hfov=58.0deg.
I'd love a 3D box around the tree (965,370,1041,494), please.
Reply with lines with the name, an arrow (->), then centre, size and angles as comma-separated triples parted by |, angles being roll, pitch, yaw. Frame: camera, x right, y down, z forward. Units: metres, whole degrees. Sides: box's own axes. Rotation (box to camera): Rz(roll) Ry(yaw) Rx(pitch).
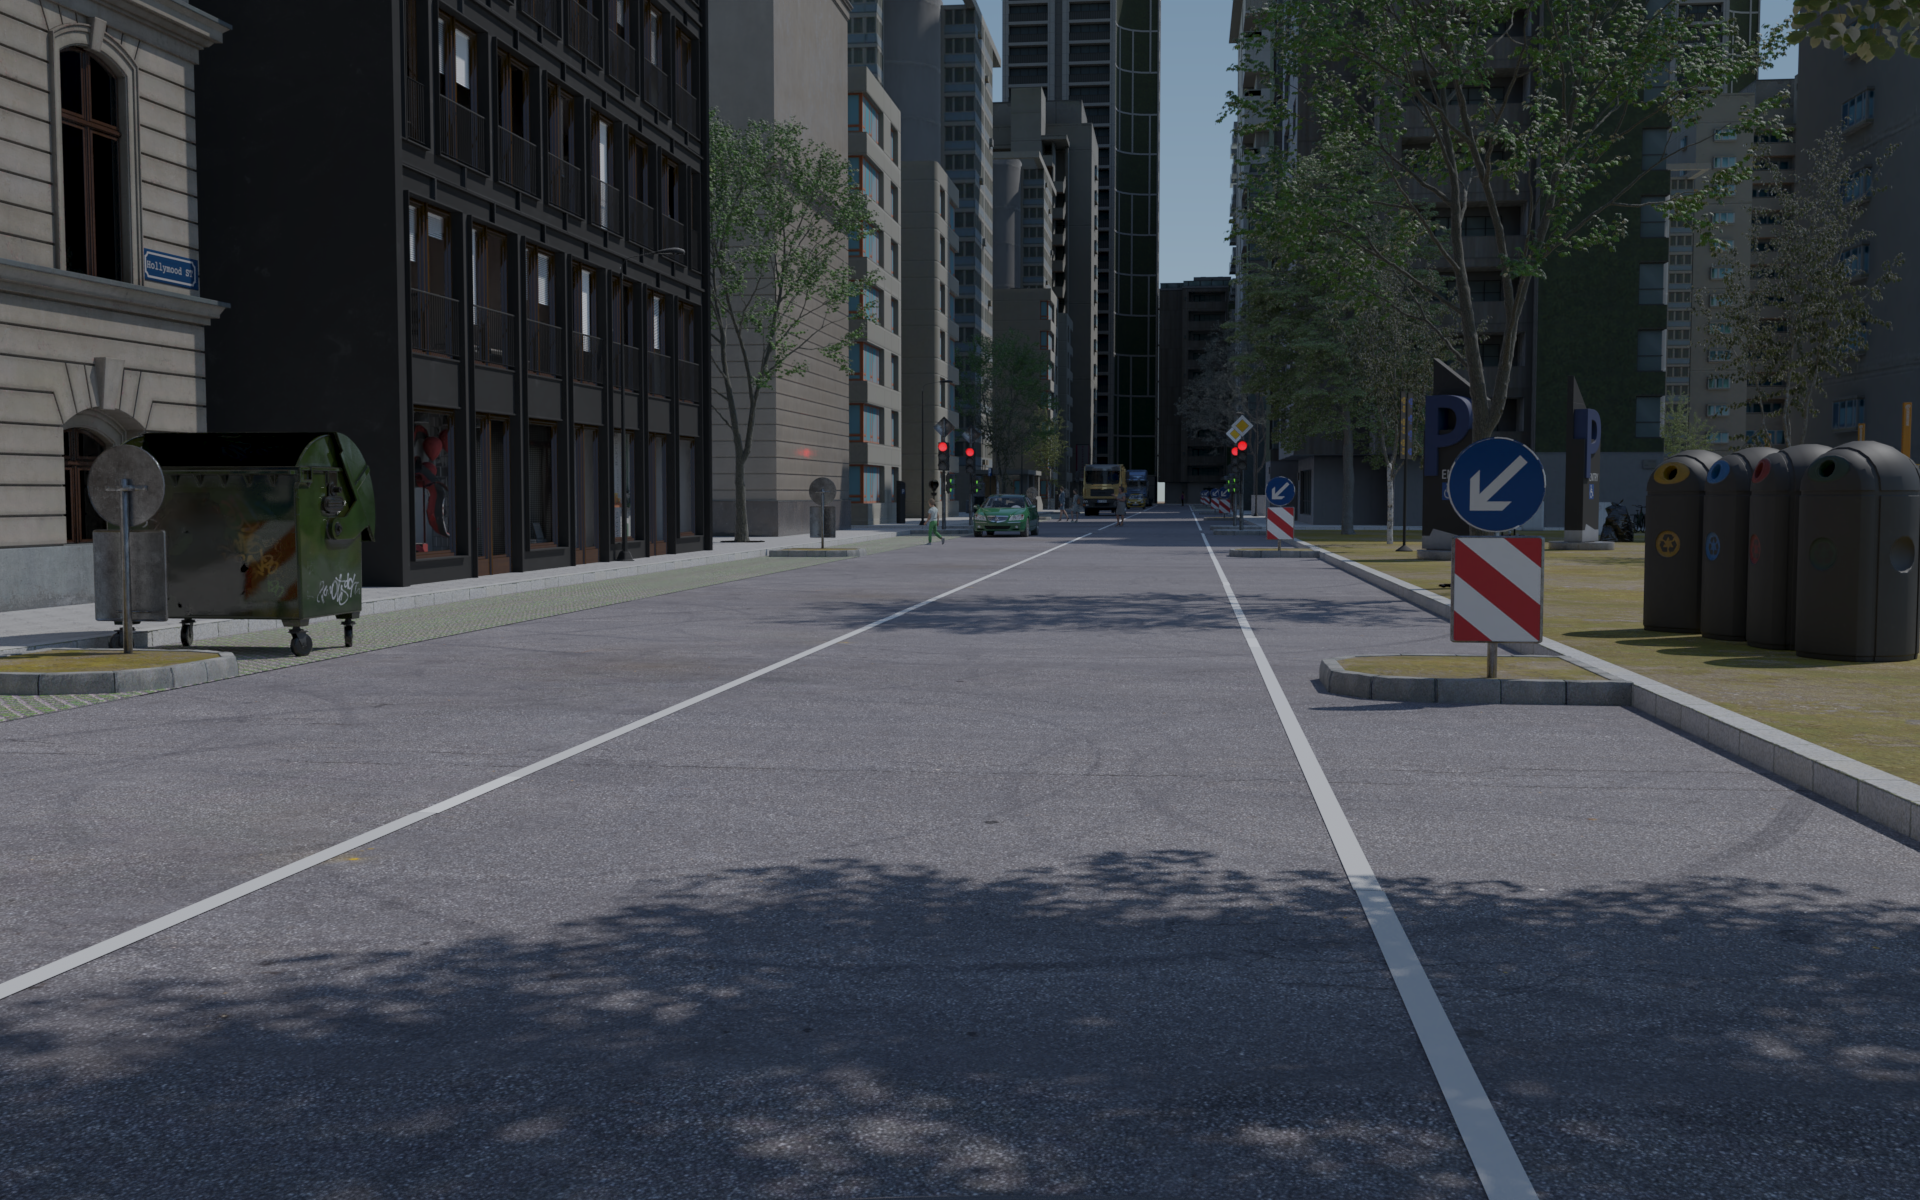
tree -> 2.466, -9.289, 102.236 | 4.360, 8.622, 3.978 | 0, 3, 0

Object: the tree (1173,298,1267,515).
tree -> 18.057, -11.910, 105.091 | 12.009, 13.543, 11.850 | 0, 3, 0

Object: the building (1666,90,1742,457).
building -> 92.493, -35.237, 199.825 | 21.600, 48.544, 21.300 | 0, 4, 7

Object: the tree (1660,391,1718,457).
tree -> 51.129, -10.544, 122.757 | 4.737, 8.622, 4.395 | 0, 3, 0

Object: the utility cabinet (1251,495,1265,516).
utility cabinet -> 17.518, -5.512, 101.279 | 0.306, 1.237, 1.020 | -3, 5, -40

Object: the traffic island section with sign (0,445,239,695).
traffic island section with sign -> -6.704, -0.281, 13.215 | 1.989, 1.847, 2.006 | 0, 4, 7

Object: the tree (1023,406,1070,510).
tree -> 7.177, -11.739, 142.287 | 4.737, 8.622, 4.395 | 0, 3, 0

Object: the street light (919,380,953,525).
street light -> -0.989, -6.001, 70.658 | 1.470, 5.913, 1.316 | 0, 4, 7

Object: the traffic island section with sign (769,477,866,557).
traffic island section with sign -> -3.224, -1.919, 40.002 | 1.989, 1.847, 2.006 | 0, 4, 7

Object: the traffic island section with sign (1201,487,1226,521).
traffic island section with sign -> 14.268, -5.237, 94.247 | 1.989, 1.847, 2.006 | 0, 4, 7

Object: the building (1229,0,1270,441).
building -> 41.387, -35.662, 172.314 | 28.713, 52.752, 27.495 | 0, 4, 7

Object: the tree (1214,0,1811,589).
tree -> 7.246, -5.976, 23.462 | 9.928, 11.665, 9.643 | 0, 3, 0

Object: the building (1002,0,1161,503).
building -> 16.808, -48.839, 236.765 | 20.611, 71.187, 20.563 | 0, 4, 7

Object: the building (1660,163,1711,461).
building -> 68.558, -30.954, 197.980 | 23.993, 40.220, 32.217 | 0, 4, 7

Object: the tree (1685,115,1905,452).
tree -> 16.696, -5.156, 34.671 | 4.360, 8.622, 3.978 | 0, 3, 0

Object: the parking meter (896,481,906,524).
parking meter -> -2.565, -4.257, 75.319 | 0.255, 1.863, 0.399 | 2, 4, 35

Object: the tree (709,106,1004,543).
tree -> -5.740, -7.340, 45.762 | 9.928, 11.665, 9.643 | 0, 3, 0

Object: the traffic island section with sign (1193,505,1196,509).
traffic island section with sign -> 24.096, -9.886, 170.262 | 1.989, 1.847, 2.006 | 0, 4, 7

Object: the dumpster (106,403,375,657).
dumpster -> -6.528, -0.656, 15.672 | 1.985, 2.255, 1.502 | 0, 4, 8

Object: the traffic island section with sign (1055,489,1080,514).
traffic island section with sign -> 7.494, -6.981, 122.767 | 1.989, 1.847, 2.006 | 0, 4, 7

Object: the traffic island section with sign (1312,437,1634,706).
traffic island section with sign -> 3.707, -0.254, 12.777 | 1.989, 1.847, 2.006 | 0, 4, 7

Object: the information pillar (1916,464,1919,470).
information pillar -> 23.393, -2.330, 42.585 | 0.304, 2.012, 0.304 | 3, 4, 36

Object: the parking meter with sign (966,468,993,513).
parking meter with sign -> 1.253, -7.267, 115.083 | 1.738, 3.016, 0.543 | -1, 4, -21

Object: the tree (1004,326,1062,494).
tree -> 2.634, -11.187, 108.664 | 9.928, 11.665, 9.643 | 0, 3, 0

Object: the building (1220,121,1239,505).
building -> 42.710, -35.603, 201.716 | 23.786, 49.044, 30.456 | 0, 4, 7

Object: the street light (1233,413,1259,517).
street light -> 16.349, -7.717, 98.710 | 1.470, 5.913, 1.316 | 0, 4, 7

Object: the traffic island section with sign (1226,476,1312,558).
traffic island section with sign -> 7.215, -1.910, 39.860 | 1.989, 1.847, 2.006 | 0, 4, 7

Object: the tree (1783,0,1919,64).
tree -> 5.123, -5.310, 4.950 | 7.486, 12.596, 7.792 | 0, 3, 0

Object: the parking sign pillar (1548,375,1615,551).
parking sign pillar -> 14.359, -3.146, 39.914 | 1.447, 3.967, 1.447 | 3, 4, 35

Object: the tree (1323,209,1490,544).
tree -> 11.092, -5.733, 44.093 | 4.360, 8.622, 3.978 | 0, 3, 0

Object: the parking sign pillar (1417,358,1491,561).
parking sign pillar -> 9.713, -2.778, 33.899 | 1.447, 3.967, 1.447 | -2, 4, -35

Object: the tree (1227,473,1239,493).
tree -> 22.991, -9.297, 146.609 | 1.663, 3.219, 1.824 | 0, 3, 0

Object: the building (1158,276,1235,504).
building -> 33.697, -28.230, 233.259 | 14.107, 30.474, 14.160 | 0, 4, 7

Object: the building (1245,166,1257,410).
building -> 32.329, -23.335, 153.227 | 14.160, 30.474, 14.107 | 0, 4, 7

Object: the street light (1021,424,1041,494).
street light -> 4.626, -8.676, 114.401 | 1.470, 5.913, 1.316 | 0, 4, 7

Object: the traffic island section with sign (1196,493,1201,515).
traffic island section with sign -> 17.735, -6.882, 121.148 | 1.989, 1.847, 2.006 | 0, 4, 7

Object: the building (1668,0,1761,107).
building -> 93.157, -48.289, 227.771 | 20.611, 71.187, 20.563 | 0, 4, 7

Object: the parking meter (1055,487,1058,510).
parking meter -> 7.763, -8.167, 139.243 | 0.255, 1.863, 0.399 | 0, 4, 1

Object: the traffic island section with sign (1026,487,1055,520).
traffic island section with sign -> 4.033, -5.346, 96.034 | 1.989, 1.847, 2.006 | 0, 4, 7

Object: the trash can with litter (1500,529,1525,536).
trash can with litter -> 15.770, -2.438, 50.922 | 2.233, 1.210, 1.678 | -2, 4, -29

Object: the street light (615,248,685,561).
street light -> -5.883, -3.692, 32.900 | 1.470, 5.913, 1.316 | 0, 4, 7
